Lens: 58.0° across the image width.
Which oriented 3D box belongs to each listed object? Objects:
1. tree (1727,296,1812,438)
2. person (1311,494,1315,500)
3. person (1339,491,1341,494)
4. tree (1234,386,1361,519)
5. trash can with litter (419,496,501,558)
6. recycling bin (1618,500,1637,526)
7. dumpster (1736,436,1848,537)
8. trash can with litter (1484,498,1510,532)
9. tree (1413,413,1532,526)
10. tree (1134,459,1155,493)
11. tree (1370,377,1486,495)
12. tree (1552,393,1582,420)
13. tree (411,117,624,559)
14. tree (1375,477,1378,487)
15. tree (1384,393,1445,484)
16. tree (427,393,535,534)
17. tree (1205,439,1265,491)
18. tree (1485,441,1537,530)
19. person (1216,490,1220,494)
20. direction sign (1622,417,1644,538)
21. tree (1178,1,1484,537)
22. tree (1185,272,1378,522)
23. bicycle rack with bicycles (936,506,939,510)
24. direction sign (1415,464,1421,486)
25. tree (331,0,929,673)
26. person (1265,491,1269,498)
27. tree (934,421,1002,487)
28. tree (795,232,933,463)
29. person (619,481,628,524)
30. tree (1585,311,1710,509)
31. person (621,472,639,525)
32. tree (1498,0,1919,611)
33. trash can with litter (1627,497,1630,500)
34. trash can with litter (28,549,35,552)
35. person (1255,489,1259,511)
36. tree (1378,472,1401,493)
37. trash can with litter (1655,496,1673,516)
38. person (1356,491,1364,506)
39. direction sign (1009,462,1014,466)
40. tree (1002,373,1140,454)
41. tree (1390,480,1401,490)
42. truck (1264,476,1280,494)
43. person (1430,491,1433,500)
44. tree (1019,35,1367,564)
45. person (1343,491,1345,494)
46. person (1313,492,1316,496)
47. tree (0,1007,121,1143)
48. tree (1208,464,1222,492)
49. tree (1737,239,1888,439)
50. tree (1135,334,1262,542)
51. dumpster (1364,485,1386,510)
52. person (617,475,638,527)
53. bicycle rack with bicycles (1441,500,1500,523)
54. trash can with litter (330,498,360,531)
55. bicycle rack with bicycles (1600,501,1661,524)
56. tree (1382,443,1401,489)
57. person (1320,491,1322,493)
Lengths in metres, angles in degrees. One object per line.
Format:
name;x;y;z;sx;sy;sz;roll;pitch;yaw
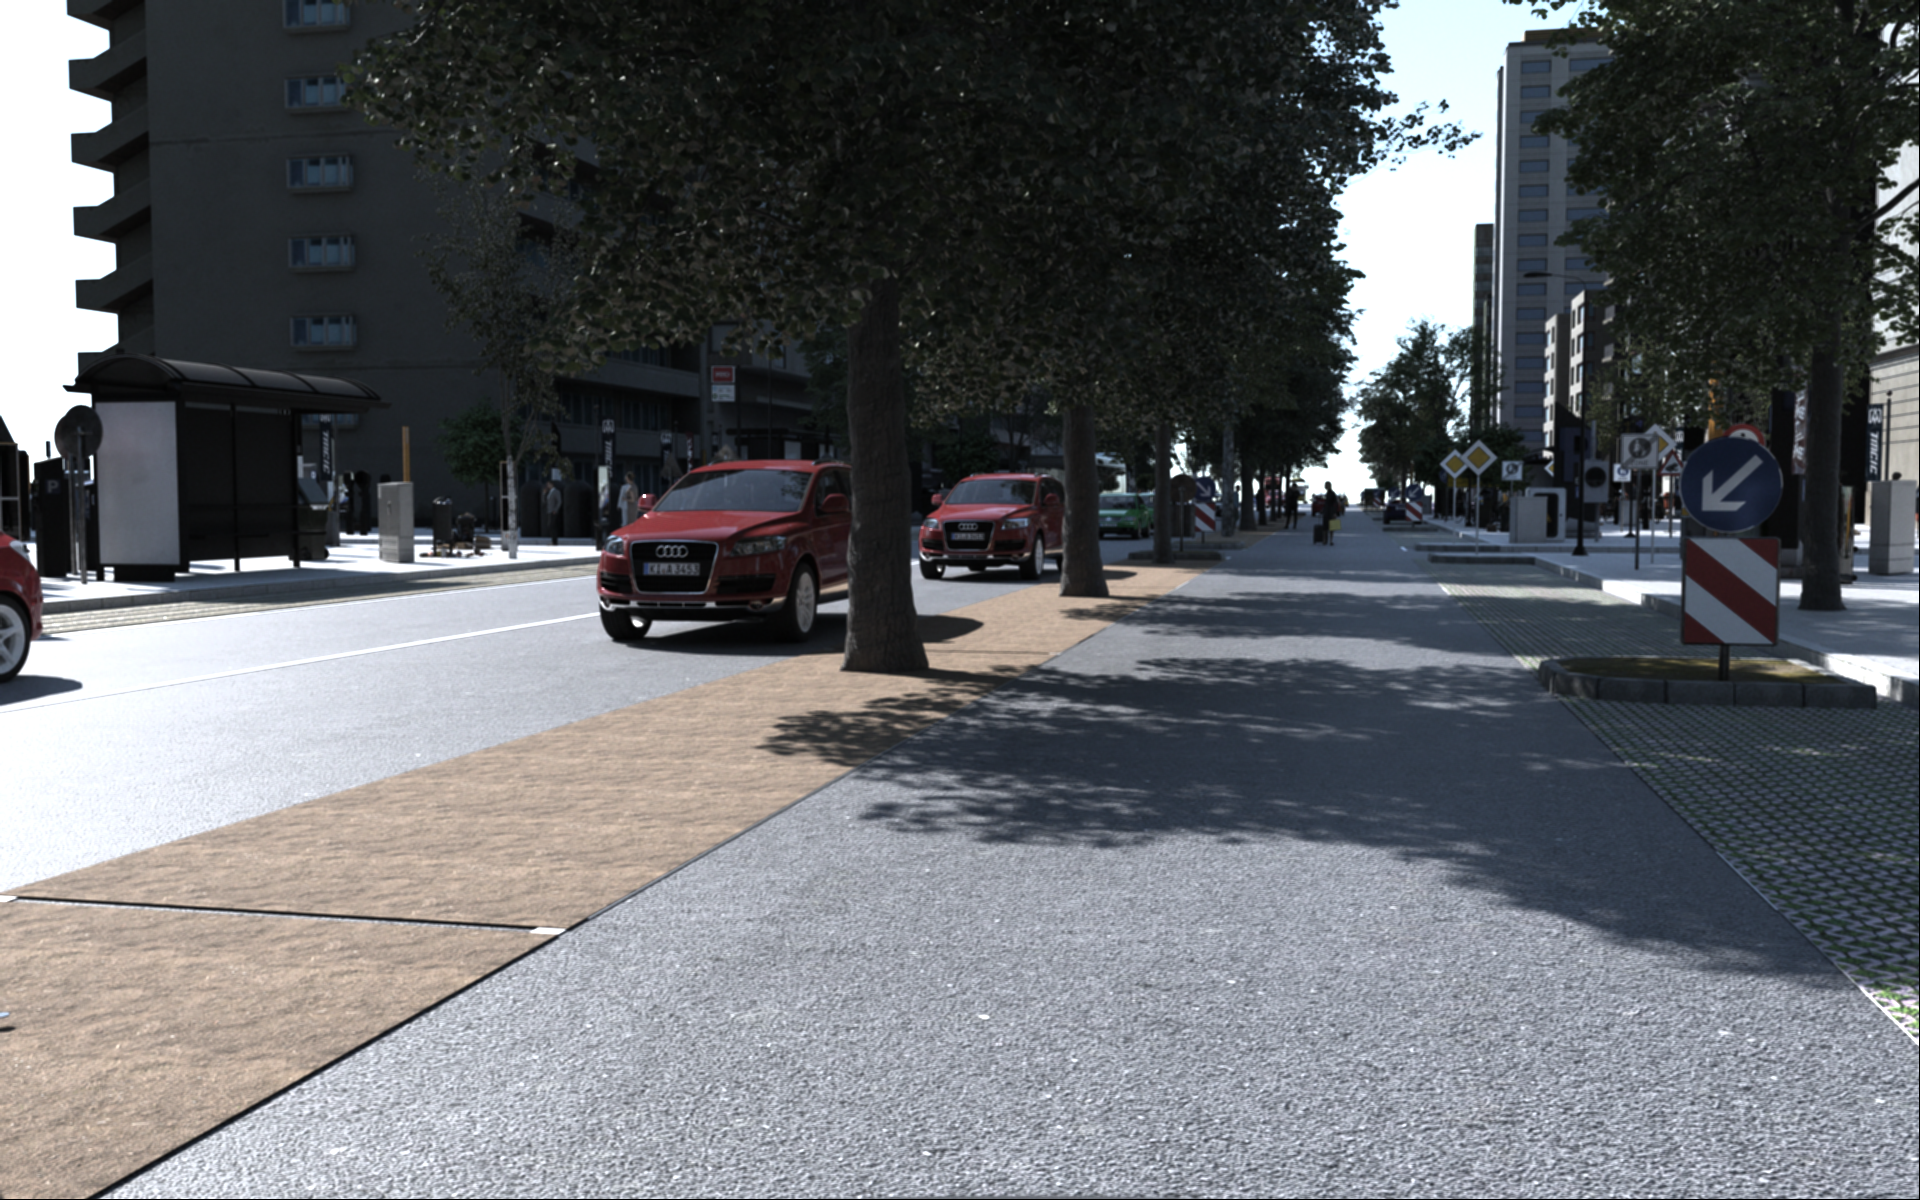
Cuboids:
tree;28.826;-6.741;60.577;4.360;8.622;3.978;0;3;0
person;39.505;-11.132;193.702;0.628;1.438;0.799;1;4;11
person;54.666;-14.741;249.532;1.348;1.822;0.705;-2;4;-32
tree;20.390;-10.473;108.095;8.767;10.594;7.601;1;4;12
trash can with litter;-10.323;-1.507;35.704;1.678;1.210;2.233;1;4;23
recycling bin;26.735;-3.465;69.202;0.722;1.027;0.722;1;4;16
dumpster;13.651;-1.601;28.678;1.502;2.255;1.985;1;4;12
trash can with litter;18.303;-2.892;58.675;1.055;1.170;0.624;2;4;30
tree;21.557;-5.308;70.497;4.285;4.588;4.351;0;3;0
tree;17.113;-10.539;156.031;4.285;4.588;4.351;0;3;0
tree;36.245;-12.255;134.781;8.767;10.594;7.601;-1;4;-21
tree;36.623;-9.160;100.136;4.737;8.622;4.395;0;3;0
tree;-8.627;-5.114;33.975;4.360;8.622;3.978;0;3;0
tree;51.376;-13.701;207.717;4.285;4.588;4.351;0;3;0
tree;31.434;-10.348;119.544;4.737;8.622;4.395;0;3;0
tree;-15.543;-4.448;56.441;4.285;4.588;4.351;0;3;0
tree;40.991;-20.903;258.777;9.611;12.733;9.660;0;3;0
tree;19.949;-4.164;62.681;1.663;3.219;1.824;0;3;0
person;34.306;-13.756;230.935;1.348;1.826;0.705;1;4;11
direction sign;19.812;-3.613;51.070;0.379;3.537;0.876;-1;4;-18
tree;9.936;-12.094;56.091;12.611;20.169;13.585;0;3;0
tree;16.207;-10.799;89.396;12.009;13.543;11.850;0;3;0
bicycle rack with bicycles;-1.943;-4.989;94.948;2.925;0.926;2.852;-1;4;-17
direction sign;29.584;-7.295;111.262;0.379;3.537;0.876;-3;5;-42
tree;-0.624;-6.390;13.584;9.857;13.997;8.962;0;3;0
person;38.045;-12.545;213.552;1.348;1.831;0.705;-3;4;-38
tree;0.408;-5.761;77.905;4.285;4.588;4.351;0;3;0
tree;-2.687;-8.945;64.370;7.486;12.596;7.792;0;3;0
person;-13.142;-3.736;67.315;0.466;1.800;0.511;1;4;10
tree;26.421;-7.055;65.718;4.737;8.622;4.395;0;3;0
person;-7.508;-2.023;39.456;0.374;1.781;0.599;0;4;1
tree;9.590;-6.135;18.438;7.486;12.596;7.792;0;3;0
trash can with litter;42.297;-6.007;109.608;0.624;1.170;1.055;0;4;-6
trash can with litter;-20.762;-1.622;37.585;1.678;1.210;2.233;0;4;3
person;25.021;-8.357;145.157;0.705;1.821;1.348;-1;4;-19
tree;24.547;-6.387;88.136;4.285;4.588;4.351;0;3;0
trash can with litter;41.254;-5.511;101.497;1.055;1.170;0.624;-2;4;-29
person;47.386;-11.966;204.129;1.348;1.826;0.705;-1;4;-13
direction sign;3.573;-8.002;122.837;0.876;3.537;0.379;2;4;24
tree;7.706;-12.495;114.668;12.009;13.543;11.850;0;3;0
tree;51.011;-12.783;203.595;1.663;3.219;1.824;0;3;0
truck;48.801;-17.193;270.018;2.839;4.237;11.283;1;4;12
person;66.274;-14.461;243.207;0.721;1.736;1.217;1;4;9
tree;4.165;-6.980;34.713;7.486;12.596;7.792;0;3;0
person;49.203;-13.027;221.626;0.705;1.807;1.348;2;4;34
person;53.834;-15.557;263.387;0.617;1.759;0.750;1;4;9
tree;-2.752;-4.626;3.849;9.928;11.665;9.643;0;3;0
tree;37.131;-18.153;247.161;4.360;8.622;3.978;0;3;0
tree;25.148;-6.152;50.941;4.737;8.622;4.395;0;3;0
tree;6.499;-5.836;48.233;4.737;8.622;4.395;0;3;0
dumpster;38.174;-9.450;159.460;1.985;2.255;1.502;1;4;14
person;-9.416;-2.663;49.460;0.818;1.842;0.514;2;4;24
bicycle rack with bicycles;23.117;-3.898;77.118;2.925;0.926;2.852;-2;4;-28
trash can with litter;-21.188;-2.969;59.935;1.055;1.170;0.624;-2;4;-34
bicycle rack with bicycles;29.149;-3.775;75.108;2.925;0.926;2.852;-1;4;-17
tree;54.305;-16.312;217.064;4.360;8.622;3.978;0;3;0
person;47.921;-13.527;229.675;0.705;1.822;1.348;3;4;36
